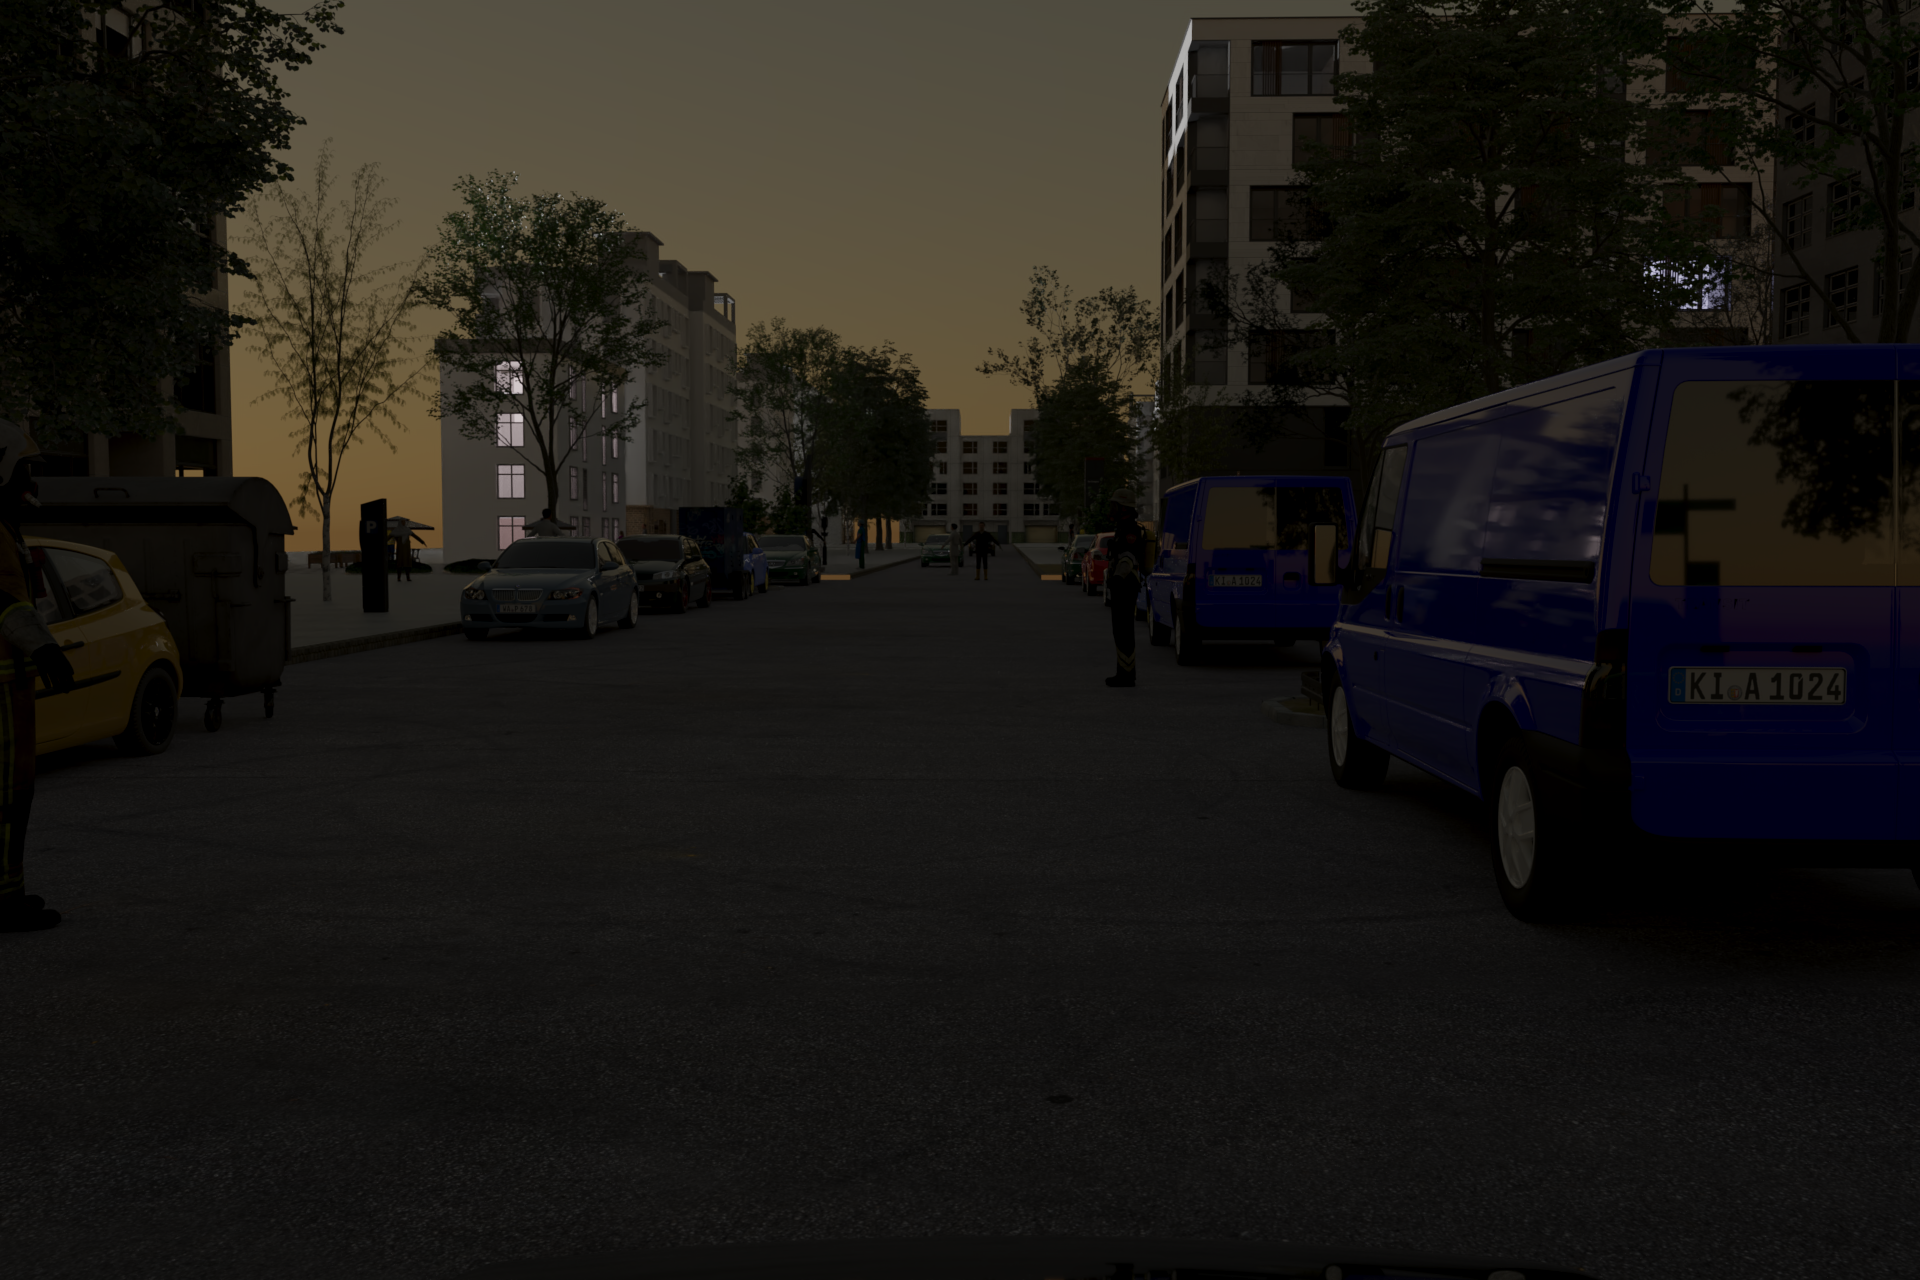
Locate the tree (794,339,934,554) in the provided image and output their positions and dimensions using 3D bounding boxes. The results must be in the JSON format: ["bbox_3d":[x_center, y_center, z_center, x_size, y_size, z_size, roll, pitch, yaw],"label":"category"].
[{"bbox_3d":[-6.458,-12.691,114.152,9.857,13.997,8.962,0,3,0],"label":"tree"}]

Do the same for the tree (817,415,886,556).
[{"bbox_3d":[-6.679,-9.308,102.544,4.360,8.622,3.978,0,3,0],"label":"tree"}]

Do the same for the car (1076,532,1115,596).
[{"bbox_3d":[3.880,-1.995,41.655,2.155,1.783,4.494,0,4,2],"label":"car"}]

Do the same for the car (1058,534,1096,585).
[{"bbox_3d":[3.917,-2.352,50.251,2.131,1.459,4.920,0,4,1],"label":"car"}]

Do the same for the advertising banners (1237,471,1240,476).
[{"bbox_3d":[7.762,-3.231,49.019,0.090,3.025,2.074,0,4,2],"label":"advertising banners"}]

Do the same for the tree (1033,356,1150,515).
[{"bbox_3d":[8.118,-11.777,110.681,7.486,12.596,7.792,0,3,0],"label":"tree"}]

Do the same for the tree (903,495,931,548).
[{"bbox_3d":[-4.852,-12.847,160.414,4.737,8.622,4.395,0,3,0],"label":"tree"}]

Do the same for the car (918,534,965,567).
[{"bbox_3d":[-0.754,-3.941,76.228,2.131,1.459,4.920,0,4,1],"label":"car"}]

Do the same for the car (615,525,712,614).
[{"bbox_3d":[-5.766,-1.386,32.447,2.009,1.686,4.222,0,4,1],"label":"car"}]

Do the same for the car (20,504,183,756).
[{"bbox_3d":[-6.069,0.022,9.863,2.015,1.641,3.980,0,4,1],"label":"car"}]

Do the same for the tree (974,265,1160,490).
[{"bbox_3d":[7.909,-16.331,122.902,12.611,20.169,13.585,0,3,0],"label":"tree"}]

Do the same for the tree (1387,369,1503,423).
[{"bbox_3d":[18.296,-7.013,65.033,4.737,8.622,4.395,0,3,0],"label":"tree"}]

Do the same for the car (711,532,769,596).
[{"bbox_3d":[-5.563,-1.916,40.925,1.945,1.707,3.694,0,4,2],"label":"car"}]

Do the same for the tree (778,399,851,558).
[{"bbox_3d":[-7.658,-8.786,94.013,4.737,8.622,4.395,0,3,0],"label":"tree"}]

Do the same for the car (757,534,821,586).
[{"bbox_3d":[-5.052,-2.309,49.553,2.131,1.459,4.920,0,4,2],"label":"car"}]

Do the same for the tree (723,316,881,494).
[{"bbox_3d":[-7.455,-9.577,82.342,9.928,11.665,9.643,0,3,0],"label":"tree"}]

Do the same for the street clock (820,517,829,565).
[{"bbox_3d":[-5.576,-4.085,71.354,0.358,2.002,0.471,0,4,2],"label":"street clock"}]

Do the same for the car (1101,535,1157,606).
[{"bbox_3d":[3.717,-1.274,32.837,2.014,1.417,4.499,0,4,0],"label":"car"}]

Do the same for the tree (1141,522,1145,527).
[{"bbox_3d":[26.052,-18.061,245.657,4.737,8.622,4.395,0,3,0],"label":"tree"}]

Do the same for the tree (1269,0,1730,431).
[{"bbox_3d":[9.047,-6.857,30.234,7.486,12.596,7.792,0,3,0],"label":"tree"}]

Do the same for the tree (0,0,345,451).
[{"bbox_3d":[-12.358,-6.923,19.839,9.857,13.997,8.962,0,3,0],"label":"tree"}]

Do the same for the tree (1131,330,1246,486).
[{"bbox_3d":[7.991,-6.845,62.283,4.737,8.622,4.395,0,3,0],"label":"tree"}]

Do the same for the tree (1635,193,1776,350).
[{"bbox_3d":[28.465,-9.265,61.856,12.009,13.543,11.850,0,3,0],"label":"tree"}]

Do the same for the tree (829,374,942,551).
[{"bbox_3d":[-6.275,-13.913,134.130,9.857,13.997,8.962,0,3,0],"label":"tree"}]

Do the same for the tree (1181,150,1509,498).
[{"bbox_3d":[9.851,-6.587,42.112,8.767,10.594,7.601,-3,5,-41],"label":"tree"}]

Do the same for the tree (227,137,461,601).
[{"bbox_3d":[-12.298,-5.044,32.838,4.360,8.622,3.978,0,3,0],"label":"tree"}]

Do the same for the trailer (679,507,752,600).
[{"bbox_3d":[-5.393,-1.833,37.021,1.471,1.999,3.904,0,4,1],"label":"trailer"}]

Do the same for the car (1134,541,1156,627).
[{"bbox_3d":[3.705,-1.098,27.544,1.945,1.707,3.694,0,4,1],"label":"car"}]

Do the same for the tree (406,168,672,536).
[{"bbox_3d":[-11.874,-7.596,49.949,9.928,11.665,9.643,0,3,0],"label":"tree"}]

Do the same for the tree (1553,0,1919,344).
[{"bbox_3d":[9.900,-5.658,18.256,9.928,11.665,9.643,0,3,0],"label":"tree"}]

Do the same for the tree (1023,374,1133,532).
[{"bbox_3d":[9.607,-14.070,136.702,9.857,13.997,8.962,0,3,0],"label":"tree"}]

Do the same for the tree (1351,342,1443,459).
[{"bbox_3d":[15.720,-6.638,58.901,4.737,8.622,4.395,0,3,0],"label":"tree"}]

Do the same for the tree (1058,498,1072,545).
[{"bbox_3d":[9.978,-12.840,160.297,4.360,8.622,3.978,0,3,0],"label":"tree"}]

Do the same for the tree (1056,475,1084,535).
[{"bbox_3d":[9.677,-11.952,145.774,4.737,8.622,4.395,0,3,0],"label":"tree"}]

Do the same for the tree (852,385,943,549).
[{"bbox_3d":[-6.138,-14.708,147.128,9.857,13.997,8.962,0,3,0],"label":"tree"}]

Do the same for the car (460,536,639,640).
[{"bbox_3d":[-5.828,-0.799,25.072,2.014,1.417,4.499,0,4,1],"label":"car"}]

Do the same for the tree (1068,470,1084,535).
[{"bbox_3d":[10.404,-12.440,153.760,4.737,8.622,4.395,0,3,0],"label":"tree"}]
